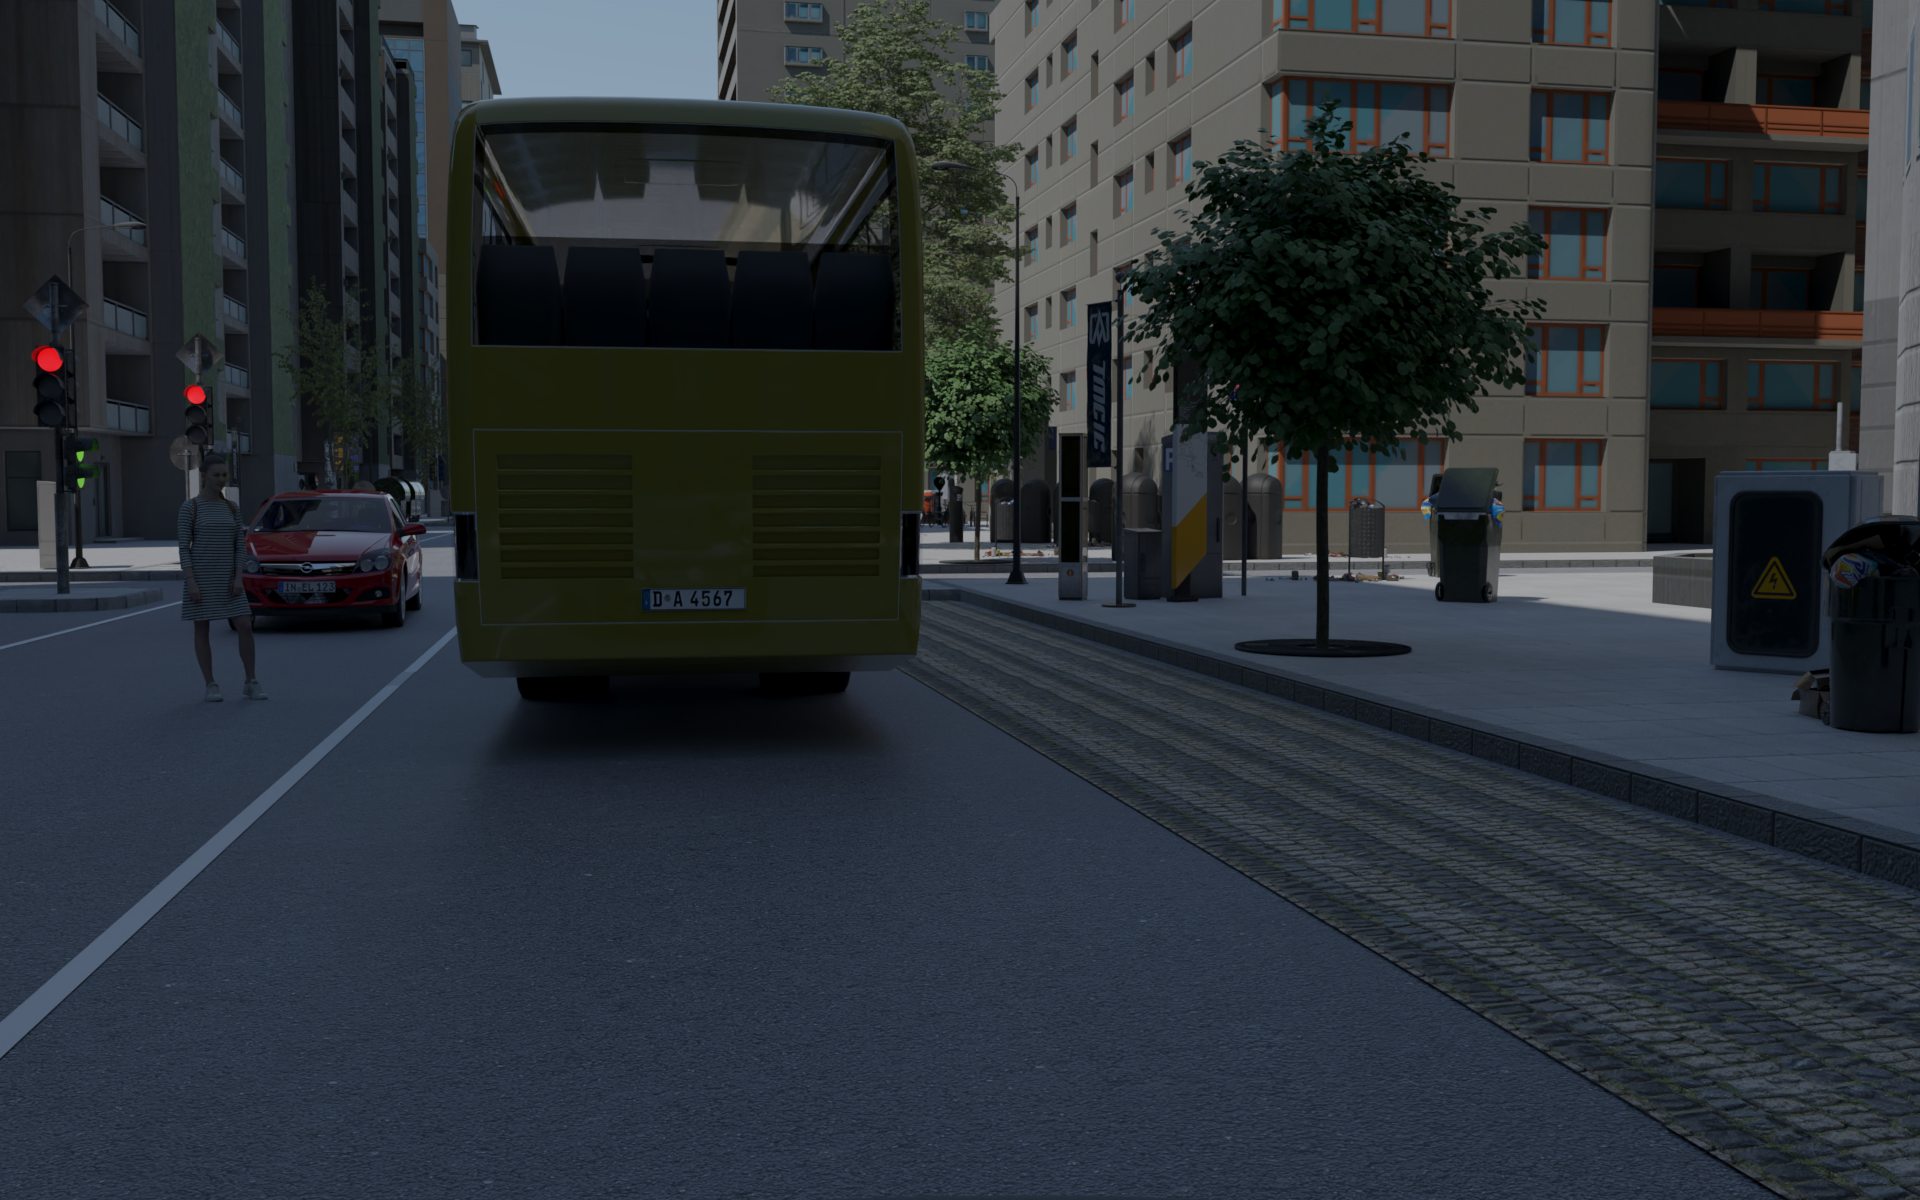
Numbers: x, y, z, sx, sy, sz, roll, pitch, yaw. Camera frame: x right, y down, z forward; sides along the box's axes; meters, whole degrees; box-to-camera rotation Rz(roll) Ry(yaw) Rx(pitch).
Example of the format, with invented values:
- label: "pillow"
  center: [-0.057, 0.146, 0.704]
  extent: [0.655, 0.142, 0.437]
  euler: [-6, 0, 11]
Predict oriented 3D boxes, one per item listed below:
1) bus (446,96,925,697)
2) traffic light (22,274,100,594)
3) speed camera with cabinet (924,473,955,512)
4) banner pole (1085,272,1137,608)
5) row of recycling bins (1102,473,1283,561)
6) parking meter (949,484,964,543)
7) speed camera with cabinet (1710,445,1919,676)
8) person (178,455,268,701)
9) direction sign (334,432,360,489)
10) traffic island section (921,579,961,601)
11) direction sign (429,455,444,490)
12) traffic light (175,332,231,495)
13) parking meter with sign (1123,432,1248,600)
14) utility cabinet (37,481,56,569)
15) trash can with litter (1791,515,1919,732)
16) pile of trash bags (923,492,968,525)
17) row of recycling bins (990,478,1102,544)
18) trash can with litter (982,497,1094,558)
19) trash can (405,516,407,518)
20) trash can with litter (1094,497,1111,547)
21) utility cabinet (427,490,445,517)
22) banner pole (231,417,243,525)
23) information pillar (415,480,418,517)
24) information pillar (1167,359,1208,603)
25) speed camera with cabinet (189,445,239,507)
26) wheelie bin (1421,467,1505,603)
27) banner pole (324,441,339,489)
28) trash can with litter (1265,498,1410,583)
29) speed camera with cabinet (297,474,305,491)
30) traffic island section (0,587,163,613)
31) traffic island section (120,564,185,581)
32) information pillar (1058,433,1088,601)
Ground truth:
- label: "bus"
  center: [-2.465, -1.444, 15.162]
  extent: [2.896, 3.916, 12.252]
  euler: [-1, 4, -10]
- label: "traffic light"
  center: [-11.538, -2.036, 22.209]
  extent: [0.839, 4.253, 0.868]
  euler: [-1, 4, -12]
- label: "speed camera with cabinet"
  center: [-0.961, -5.043, 76.796]
  extent: [0.660, 3.252, 2.038]
  euler: [2, 4, 32]
- label: "banner pole"
  center: [1.687, -1.822, 19.811]
  extent: [0.401, 3.779, 0.863]
  euler: [-2, 4, -32]
- label: "row of recycling bins"
  center: [4.657, -1.622, 33.632]
  extent: [3.534, 1.692, 1.069]
  euler: [-1, 4, -19]
- label: "parking meter"
  center: [-0.096, -2.284, 45.749]
  extent: [0.372, 1.533, 0.369]
  euler: [0, 3, 0]
- label: "speed camera with cabinet"
  center: [6.365, -1.082, 12.019]
  extent: [0.660, 3.252, 2.038]
  euler: [-3, 5, -43]
- label: "person"
  center: [-5.172, -0.155, 12.033]
  extent: [0.522, 1.701, 0.512]
  euler: [3, 5, 41]
- label: "direction sign"
  center: [-22.411, -4.363, 63.333]
  extent: [0.876, 3.537, 0.379]
  euler: [-1, 4, -8]
- label: "traffic island section"
  center: [-1.250, -0.132, 24.434]
  extent: [2.009, 0.180, 2.903]
  euler: [-1, 4, -12]
- label: "direction sign"
  center: [-30.568, -6.682, 101.251]
  extent: [0.876, 3.537, 0.379]
  euler: [1, 4, 9]
- label: "traffic light"
  center: [-13.138, -2.514, 30.032]
  extent: [0.839, 4.253, 0.868]
  euler: [-1, 4, -12]
- label: "parking meter with sign"
  center: [2.851, -1.536, 21.376]
  extent: [1.738, 3.016, 0.543]
  euler: [-2, 4, -28]
- label: "utility cabinet"
  center: [-15.640, -1.297, 29.882]
  extent: [0.318, 1.500, 1.173]
  euler: [-1, 4, -21]
- label: "trash can with litter"
  center: [4.960, 0.106, 9.661]
  extent: [0.624, 1.170, 1.055]
  euler: [0, 4, 2]
- label: "pile of trash bags"
  center: [-0.884, -3.913, 73.728]
  extent: [1.912, 1.369, 3.447]
  euler: [1, 4, 16]
- label: "row of recycling bins"
  center: [2.453, -2.331, 45.223]
  extent: [3.534, 1.692, 1.069]
  euler: [1, 4, 20]
- label: "trash can with litter"
  center: [1.393, -1.516, 35.839]
  extent: [2.233, 1.210, 1.678]
  euler: [-1, 4, -14]
- label: "trash can"
  center: [-28.408, -4.670, 88.003]
  extent: [0.748, 1.137, 0.748]
  euler: [0, 3, 0]
- label: "trash can with litter"
  center: [2.853, -1.911, 42.294]
  extent: [2.233, 1.210, 1.678]
  euler: [-3, 4, -38]
- label: "utility cabinet"
  center: [-28.487, -5.242, 94.392]
  extent: [0.318, 1.500, 1.173]
  euler: [3, 4, 37]
- label: "banner pole"
  center: [-23.654, -4.077, 56.683]
  extent: [0.401, 3.779, 0.863]
  euler: [-3, 5, -45]
- label: "information pillar"
  center: [-29.236, -5.421, 93.123]
  extent: [0.304, 2.012, 0.304]
  euler: [1, 4, 18]
- label: "information pillar"
  center: [2.721, -1.787, 20.575]
  extent: [0.504, 3.616, 0.183]
  euler: [-2, 4, -33]
- label: "speed camera with cabinet"
  center: [-18.043, -2.905, 41.836]
  extent: [0.660, 3.252, 2.038]
  euler: [0, 4, -5]
- label: "wheelie bin"
  center: [6.067, -0.782, 20.686]
  extent: [0.980, 1.594, 0.693]
  euler: [3, 4, 36]
- label: "banner pole"
  center: [-25.971, -5.000, 71.767]
  extent: [0.401, 3.779, 0.863]
  euler: [2, 4, 34]
- label: "trash can with litter"
  center: [5.649, -0.904, 25.830]
  extent: [2.233, 1.210, 1.678]
  euler: [0, 4, 1]
- label: "speed camera with cabinet"
  center: [-30.572, -5.177, 78.977]
  extent: [0.660, 3.252, 2.038]
  euler: [0, 4, 3]
- label: "traffic island section"
  center: [-11.580, -0.003, 22.335]
  extent: [2.009, 0.180, 2.903]
  euler: [-1, 4, -12]
- label: "traffic island section"
  center: [-13.179, -0.482, 30.159]
  extent: [2.009, 0.180, 2.903]
  euler: [-1, 4, -12]
- label: "information pillar"
  center: [1.371, -1.006, 20.940]
  extent: [0.304, 2.012, 0.304]
  euler: [1, 4, 18]
